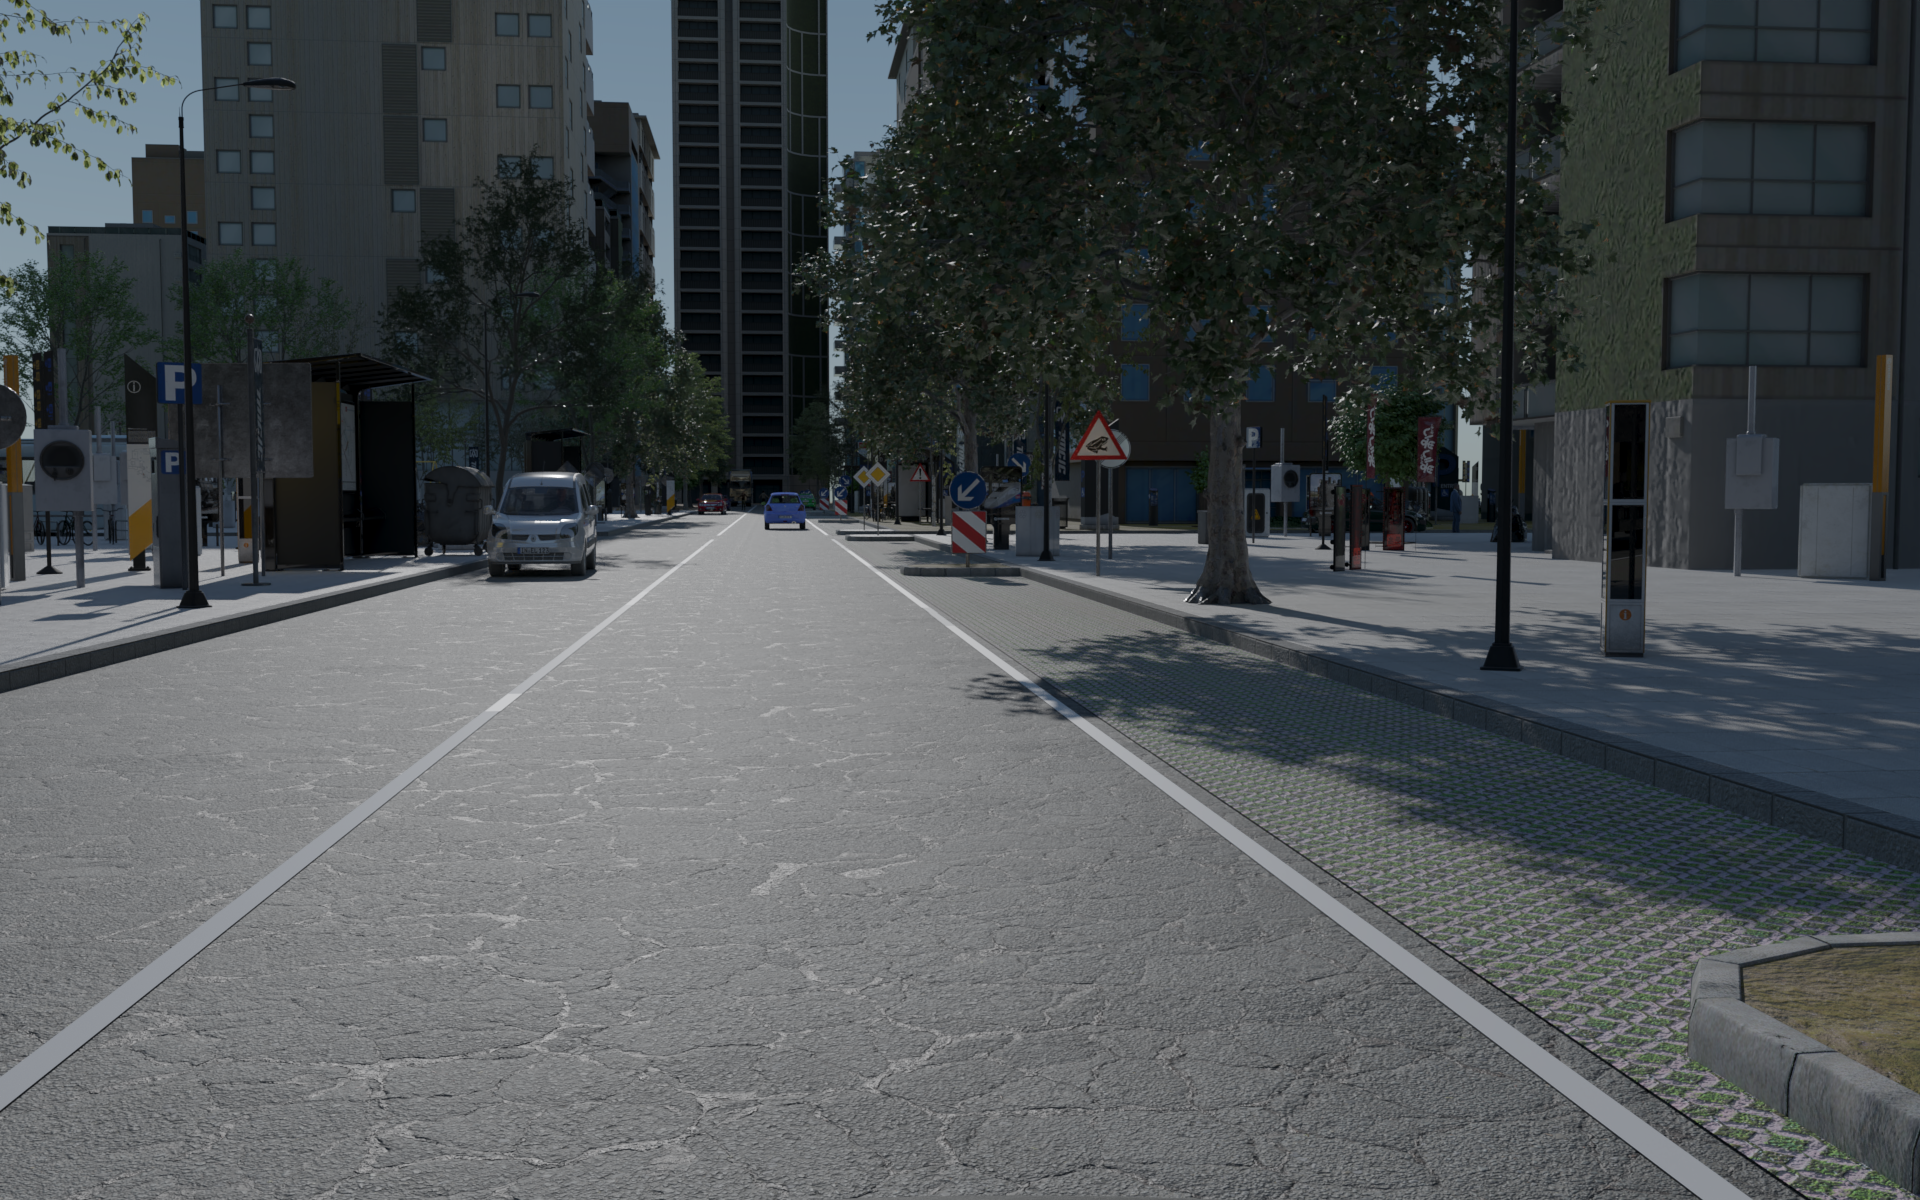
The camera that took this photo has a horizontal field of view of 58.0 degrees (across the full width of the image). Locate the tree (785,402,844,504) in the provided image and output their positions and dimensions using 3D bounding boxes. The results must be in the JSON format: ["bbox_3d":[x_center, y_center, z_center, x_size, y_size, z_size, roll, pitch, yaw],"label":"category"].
[{"bbox_3d":[-17.905,-18.031,212.936,7.486,12.596,7.792,0,3,0],"label":"tree"}]

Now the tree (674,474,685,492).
[{"bbox_3d":[-21.719,-8.267,129.765,1.663,3.219,1.824,0,3,0],"label":"tree"}]

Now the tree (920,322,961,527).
[{"bbox_3d":[-0.802,-7.205,68.168,4.360,8.622,3.978,0,3,0],"label":"tree"}]

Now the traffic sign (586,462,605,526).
[{"bbox_3d":[-14.530,-4.214,69.006,0.768,2.556,0.104,0,3,0],"label":"traffic sign"}]

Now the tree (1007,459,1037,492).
[{"bbox_3d":[2.553,-5.204,79.686,1.663,3.219,1.824,0,3,0],"label":"tree"}]

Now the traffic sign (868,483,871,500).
[{"bbox_3d":[-5.733,-6.823,111.654,0.768,2.556,0.104,0,4,1],"label":"traffic sign"}]

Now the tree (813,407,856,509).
[{"bbox_3d":[-10.573,-11.985,146.317,4.360,8.622,3.978,0,3,0],"label":"tree"}]

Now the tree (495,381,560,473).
[{"bbox_3d":[-27.973,-9.992,113.737,4.360,8.622,3.978,0,3,0],"label":"tree"}]

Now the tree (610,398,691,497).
[{"bbox_3d":[-19.018,-9.752,109.805,4.360,8.622,3.978,0,3,0],"label":"tree"}]

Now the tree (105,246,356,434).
[{"bbox_3d":[-29.263,-8.937,71.868,9.928,11.665,9.643,0,3,0],"label":"tree"}]

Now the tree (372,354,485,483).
[{"bbox_3d":[-27.050,-8.524,89.737,4.737,8.622,4.395,0,3,0],"label":"tree"}]

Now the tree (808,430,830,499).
[{"bbox_3d":[-13.617,-14.226,182.952,4.737,8.622,4.395,0,3,0],"label":"tree"}]

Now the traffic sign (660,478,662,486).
[{"bbox_3d":[-21.851,-7.831,128.148,0.768,2.556,0.104,0,4,-3],"label":"traffic sign"}]

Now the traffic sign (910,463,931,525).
[{"bbox_3d":[-1.667,-4.450,72.754,0.884,2.594,0.081,0,4,2],"label":"traffic sign"}]

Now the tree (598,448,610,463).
[{"bbox_3d":[-27.305,-10.894,128.475,4.360,8.622,3.978,0,3,0],"label":"tree"}]

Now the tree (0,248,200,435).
[{"bbox_3d":[-37.610,-8.997,72.863,9.928,11.665,9.643,0,3,0],"label":"tree"}]

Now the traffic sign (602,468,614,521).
[{"bbox_3d":[-17.025,-5.086,83.263,0.768,2.556,0.104,0,4,-5],"label":"traffic sign"}]

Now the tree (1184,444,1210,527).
[{"bbox_3d":[9.512,-4.435,67.109,1.663,3.219,1.824,0,3,0],"label":"tree"}]

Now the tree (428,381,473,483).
[{"bbox_3d":[-29.751,-8.839,94.884,4.360,8.622,3.978,0,3,0],"label":"tree"}]

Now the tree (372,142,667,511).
[{"bbox_3d":[-12.112,-6.824,45.982,7.601,10.594,8.767,1,4,22],"label":"tree"}]

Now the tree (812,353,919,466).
[{"bbox_3d":[-5.460,-10.497,106.038,7.601,10.594,8.767,1,4,8],"label":"tree"}]

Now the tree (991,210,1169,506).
[{"bbox_3d":[2.090,-5.282,36.730,4.737,8.622,4.395,0,3,0],"label":"tree"}]

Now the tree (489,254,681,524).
[{"bbox_3d":[-16.208,-9.138,75.169,9.928,11.665,9.643,0,3,0],"label":"tree"}]

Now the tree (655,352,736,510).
[{"bbox_3d":[-21.855,-13.449,138.014,7.486,12.596,7.792,0,3,0],"label":"tree"}]

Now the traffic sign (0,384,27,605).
[{"bbox_3d":[-11.107,-1.211,19.905,0.768,2.556,0.104,0,4,-2],"label":"traffic sign"}]

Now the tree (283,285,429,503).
[{"bbox_3d":[-22.281,-6.835,62.122,4.360,8.622,3.978,0,3,0],"label":"tree"}]

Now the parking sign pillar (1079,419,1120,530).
[{"bbox_3d":[5.018,-4.509,62.196,1.447,3.967,1.447,-1,4,-16],"label":"parking sign pillar"}]

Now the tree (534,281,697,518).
[{"bbox_3d":[-17.725,-10.715,92.202,9.611,12.733,9.660,0,3,0],"label":"tree"}]

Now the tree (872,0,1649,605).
[{"bbox_3d":[3.045,-6.303,20.067,9.611,12.733,9.660,0,3,0],"label":"tree"}]

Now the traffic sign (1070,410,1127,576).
[{"bbox_3d":[2.155,-1.650,26.976,0.884,2.594,0.081,0,4,3],"label":"traffic sign"}]

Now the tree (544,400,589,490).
[{"bbox_3d":[-26.571,-10.340,119.427,4.737,8.622,4.395,0,3,0],"label":"tree"}]

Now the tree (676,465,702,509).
[{"bbox_3d":[-24.217,-10.245,151.225,4.285,4.588,4.351,0,3,0],"label":"tree"}]

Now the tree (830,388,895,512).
[{"bbox_3d":[-4.791,-9.049,98.313,4.737,8.622,4.395,0,3,0],"label":"tree"}]

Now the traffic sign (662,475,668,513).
[{"bbox_3d":[-19.544,-7.072,115.725,0.768,2.556,0.104,0,4,-5],"label":"traffic sign"}]

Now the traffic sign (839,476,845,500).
[{"bbox_3d":[-7.938,-7.269,118.955,0.768,2.556,0.104,0,4,0],"label":"traffic sign"}]

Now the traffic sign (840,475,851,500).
[{"bbox_3d":[-7.740,-7.177,117.442,0.768,2.556,0.104,0,4,-1],"label":"traffic sign"}]

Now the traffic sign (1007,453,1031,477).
[{"bbox_3d":[1.824,-3.272,53.611,0.768,2.556,0.104,0,4,0],"label":"traffic sign"}]

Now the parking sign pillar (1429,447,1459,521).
[{"bbox_3d":[23.399,-5.819,83.609,1.447,3.967,1.447,1,4,13],"label":"parking sign pillar"}]

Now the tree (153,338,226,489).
[{"bbox_3d":[-36.271,-8.093,82.684,4.737,8.622,4.395,0,3,0],"label":"tree"}]

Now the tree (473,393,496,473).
[{"bbox_3d":[-32.693,-10.286,118.537,4.360,8.622,3.978,0,3,0],"label":"tree"}]

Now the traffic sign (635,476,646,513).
[{"bbox_3d":[-22.110,-7.330,119.949,0.768,2.556,0.104,0,4,-5],"label":"traffic sign"}]

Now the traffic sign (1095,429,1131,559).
[{"bbox_3d":[2.969,-2.081,34.125,0.768,2.556,0.104,0,4,1],"label":"traffic sign"}]

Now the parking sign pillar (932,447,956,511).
[{"bbox_3d":[-0.920,-6.772,99.195,1.447,3.967,1.447,-1,4,-15],"label":"parking sign pillar"}]

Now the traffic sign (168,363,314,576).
[{"bbox_3d":[-11.189,-2.022,26.938,2.265,3.308,0.079,0,4,2],"label":"traffic sign"}]

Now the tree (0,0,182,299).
[{"bbox_3d":[-8.376,-3.826,12.924,4.360,8.622,3.978,0,3,0],"label":"tree"}]

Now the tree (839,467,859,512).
[{"bbox_3d":[-7.675,-7.858,123.076,1.663,3.219,1.824,0,3,0],"label":"tree"}]

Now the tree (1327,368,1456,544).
[{"bbox_3d":[11.220,-3.752,45.058,4.285,4.588,4.351,0,3,0],"label":"tree"}]
